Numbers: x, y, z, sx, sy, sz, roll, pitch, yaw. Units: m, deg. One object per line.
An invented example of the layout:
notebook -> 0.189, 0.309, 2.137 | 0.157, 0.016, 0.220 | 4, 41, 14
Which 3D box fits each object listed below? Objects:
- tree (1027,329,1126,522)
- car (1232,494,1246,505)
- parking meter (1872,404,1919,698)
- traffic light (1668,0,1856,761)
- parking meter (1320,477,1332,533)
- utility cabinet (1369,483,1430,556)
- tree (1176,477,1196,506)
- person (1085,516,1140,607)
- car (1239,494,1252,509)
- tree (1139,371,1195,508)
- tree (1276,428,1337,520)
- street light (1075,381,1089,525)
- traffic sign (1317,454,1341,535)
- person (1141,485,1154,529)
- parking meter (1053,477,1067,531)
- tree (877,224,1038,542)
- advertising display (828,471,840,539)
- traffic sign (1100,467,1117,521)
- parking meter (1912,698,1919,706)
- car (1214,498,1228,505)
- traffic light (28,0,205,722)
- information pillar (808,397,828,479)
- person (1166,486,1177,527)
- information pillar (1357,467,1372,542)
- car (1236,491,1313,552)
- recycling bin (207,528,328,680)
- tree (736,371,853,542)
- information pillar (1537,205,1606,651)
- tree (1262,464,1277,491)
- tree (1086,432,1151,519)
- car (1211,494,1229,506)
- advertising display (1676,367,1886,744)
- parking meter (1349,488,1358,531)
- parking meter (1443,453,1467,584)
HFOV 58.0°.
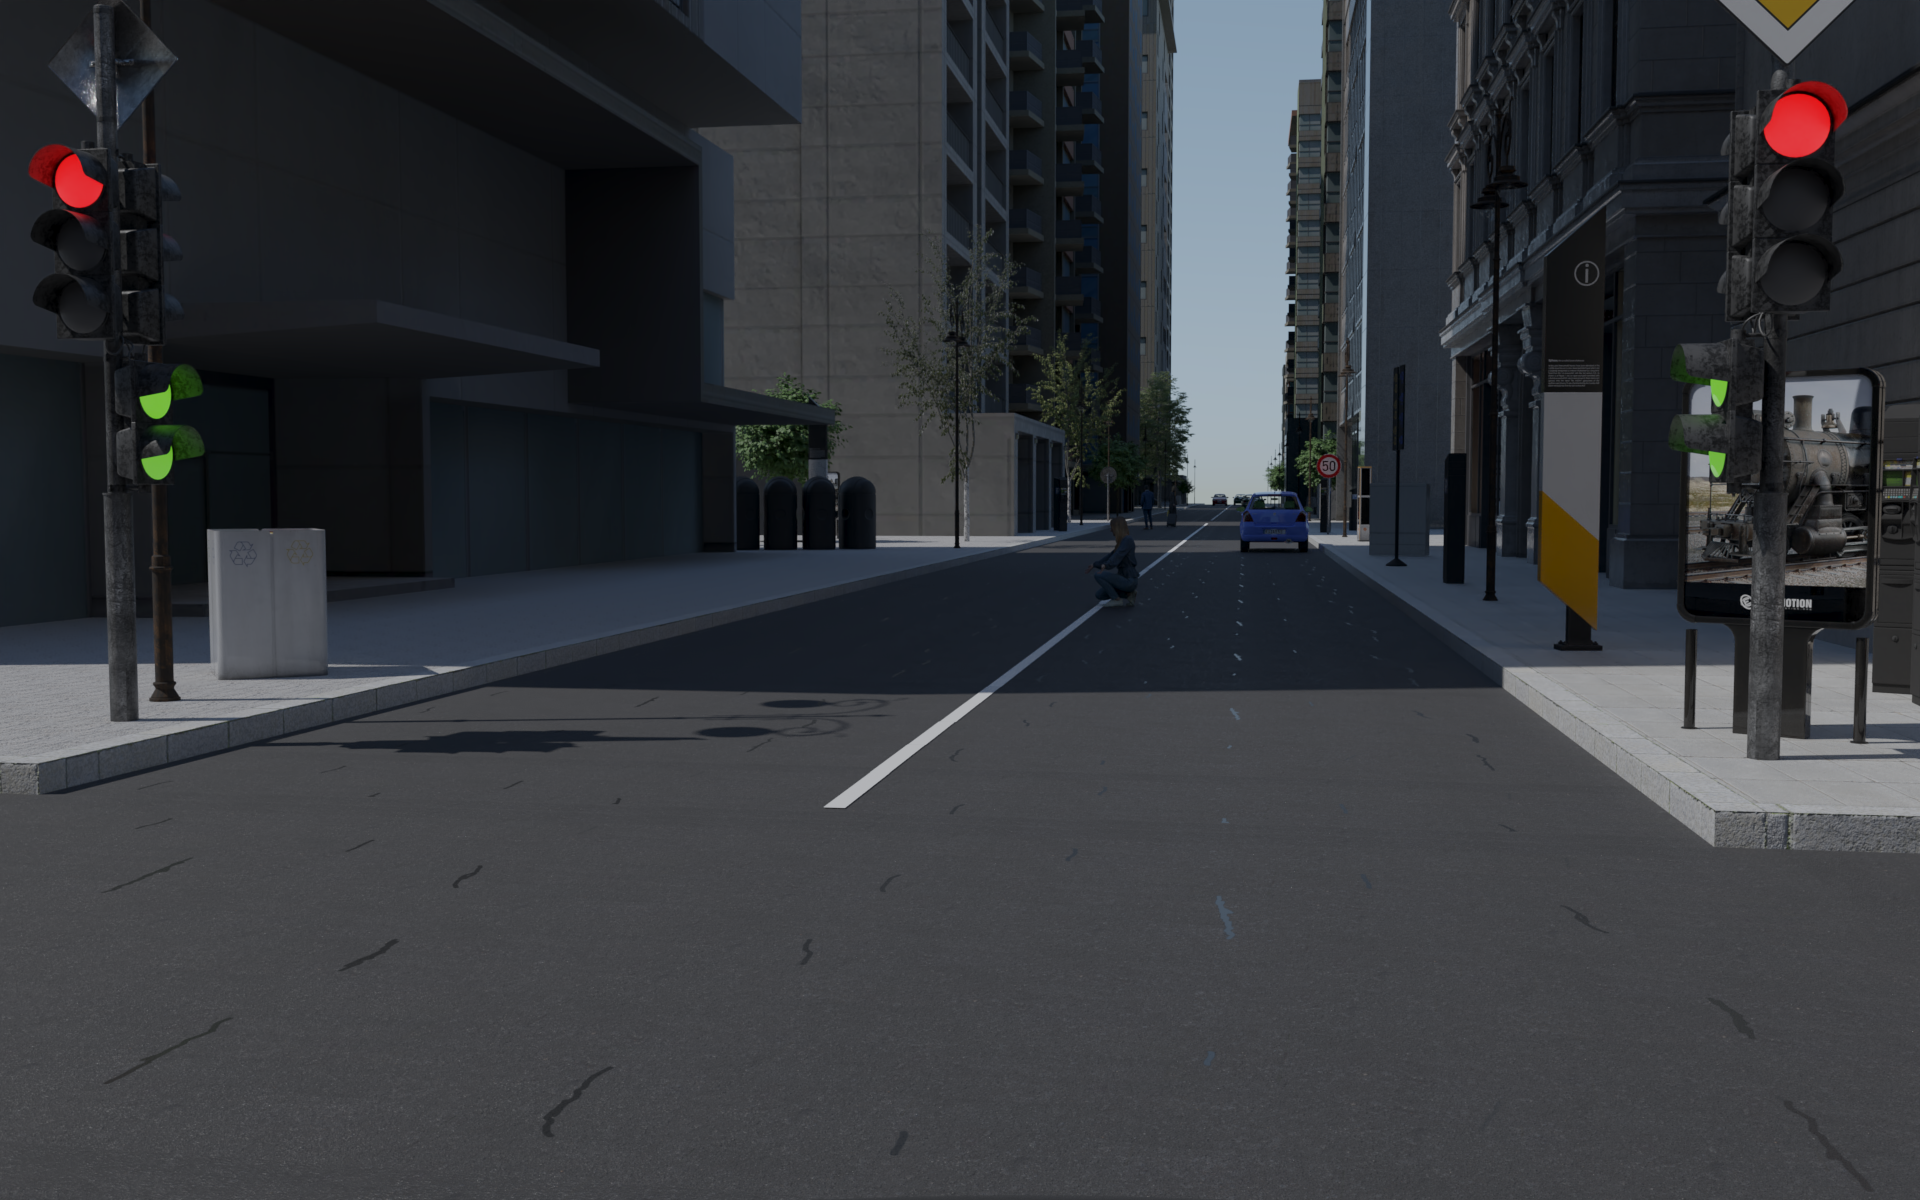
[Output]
tree -> 5.178, -7.809, 78.040 | 4.737, 8.622, 4.395 | 0, 3, 0
car -> 35.709, -12.747, 220.203 | 2.131, 1.459, 4.920 | 1, 4, 10
parking meter -> 6.086, -0.335, 11.182 | 0.255, 1.863, 0.399 | 3, 4, 38
traffic light -> 3.880, -1.185, 8.292 | 0.839, 4.253, 0.868 | 1, 4, 9
parking meter -> 12.183, -3.180, 57.706 | 0.255, 1.863, 0.399 | 2, 4, 35
utility cabinet -> 9.077, -1.656, 35.756 | 1.173, 1.500, 0.318 | 2, 4, 30
tree -> 24.959, -12.106, 192.535 | 1.663, 3.219, 1.824 | 0, 3, 0
person -> 1.925, -0.494, 22.075 | 0.738, 1.151, 1.012 | 1, 4, 8
car -> 23.370, -7.726, 138.125 | 2.131, 1.459, 4.920 | 1, 4, 9
tree -> 18.211, -14.796, 160.046 | 7.486, 12.596, 7.792 | 0, 3, 0
tree -> 18.402, -6.278, 86.360 | 4.285, 4.588, 4.351 | 0, 3, 0
street light -> 4.981, -6.002, 70.913 | 0.468, 5.910, 1.993 | 1, 4, 9
traffic sign -> 11.680, -3.350, 54.879 | 0.768, 2.556, 0.104 | 1, 4, 15
person -> 7.618, -3.766, 70.257 | 0.721, 1.800, 0.419 | -2, 4, -31
parking meter -> 3.489, -3.354, 60.542 | 0.399, 1.863, 0.255 | 2, 4, 25
tree -> -0.057, -5.887, 46.609 | 4.360, 8.622, 3.978 | 0, 3, 0
advertising display -> -3.902, -2.713, 49.574 | 0.974, 1.923, 0.123 | 1, 4, 16
traffic sign -> 6.944, -4.958, 81.162 | 0.768, 2.556, 0.104 | 1, 4, 15
parking meter -> 5.959, -0.289, 10.439 | 0.399, 1.863, 0.255 | 1, 4, 17
car -> 33.355, -12.849, 221.871 | 2.131, 1.459, 4.920 | 1, 4, 9
traffic light -> -4.718, -1.270, 9.691 | 0.839, 4.253, 0.868 | 1, 4, 9
information pillar -> -3.422, -3.076, 41.640 | 0.504, 3.616, 0.183 | 1, 4, 23
person -> 9.315, -4.129, 76.221 | 0.699, 1.804, 1.509 | 1, 4, 20
information pillar -> 10.906, -2.583, 46.727 | 0.304, 2.012, 0.304 | 0, 4, 1
car -> 7.983, -2.104, 43.993 | 1.945, 1.707, 3.694 | 1, 4, 10
recycling bin -> -4.944, 0.012, 12.362 | 0.722, 1.027, 0.722 | -2, 4, -28
tree -> -4.564, -3.832, 46.374 | 4.285, 4.588, 4.351 | 0, 3, 0
information pillar -> 5.002, -1.394, 14.140 | 0.504, 3.616, 0.183 | 0, 4, 1
tree -> 30.441, -11.066, 164.636 | 4.285, 4.588, 4.351 | 0, 3, 0
tree -> 8.327, -6.561, 90.991 | 4.285, 4.588, 4.351 | 0, 3, 0
car -> 31.806, -12.418, 212.070 | 2.155, 1.783, 4.494 | 1, 4, 9
advertising display -> 4.308, -0.240, 9.143 | 0.974, 1.923, 0.123 | 3, 5, 41
parking meter -> 13.825, -3.198, 60.693 | 0.372, 1.533, 0.369 | 0, 3, 0
parking meter -> 7.104, -1.172, 24.877 | 0.255, 1.863, 0.399 | 0, 4, 6
